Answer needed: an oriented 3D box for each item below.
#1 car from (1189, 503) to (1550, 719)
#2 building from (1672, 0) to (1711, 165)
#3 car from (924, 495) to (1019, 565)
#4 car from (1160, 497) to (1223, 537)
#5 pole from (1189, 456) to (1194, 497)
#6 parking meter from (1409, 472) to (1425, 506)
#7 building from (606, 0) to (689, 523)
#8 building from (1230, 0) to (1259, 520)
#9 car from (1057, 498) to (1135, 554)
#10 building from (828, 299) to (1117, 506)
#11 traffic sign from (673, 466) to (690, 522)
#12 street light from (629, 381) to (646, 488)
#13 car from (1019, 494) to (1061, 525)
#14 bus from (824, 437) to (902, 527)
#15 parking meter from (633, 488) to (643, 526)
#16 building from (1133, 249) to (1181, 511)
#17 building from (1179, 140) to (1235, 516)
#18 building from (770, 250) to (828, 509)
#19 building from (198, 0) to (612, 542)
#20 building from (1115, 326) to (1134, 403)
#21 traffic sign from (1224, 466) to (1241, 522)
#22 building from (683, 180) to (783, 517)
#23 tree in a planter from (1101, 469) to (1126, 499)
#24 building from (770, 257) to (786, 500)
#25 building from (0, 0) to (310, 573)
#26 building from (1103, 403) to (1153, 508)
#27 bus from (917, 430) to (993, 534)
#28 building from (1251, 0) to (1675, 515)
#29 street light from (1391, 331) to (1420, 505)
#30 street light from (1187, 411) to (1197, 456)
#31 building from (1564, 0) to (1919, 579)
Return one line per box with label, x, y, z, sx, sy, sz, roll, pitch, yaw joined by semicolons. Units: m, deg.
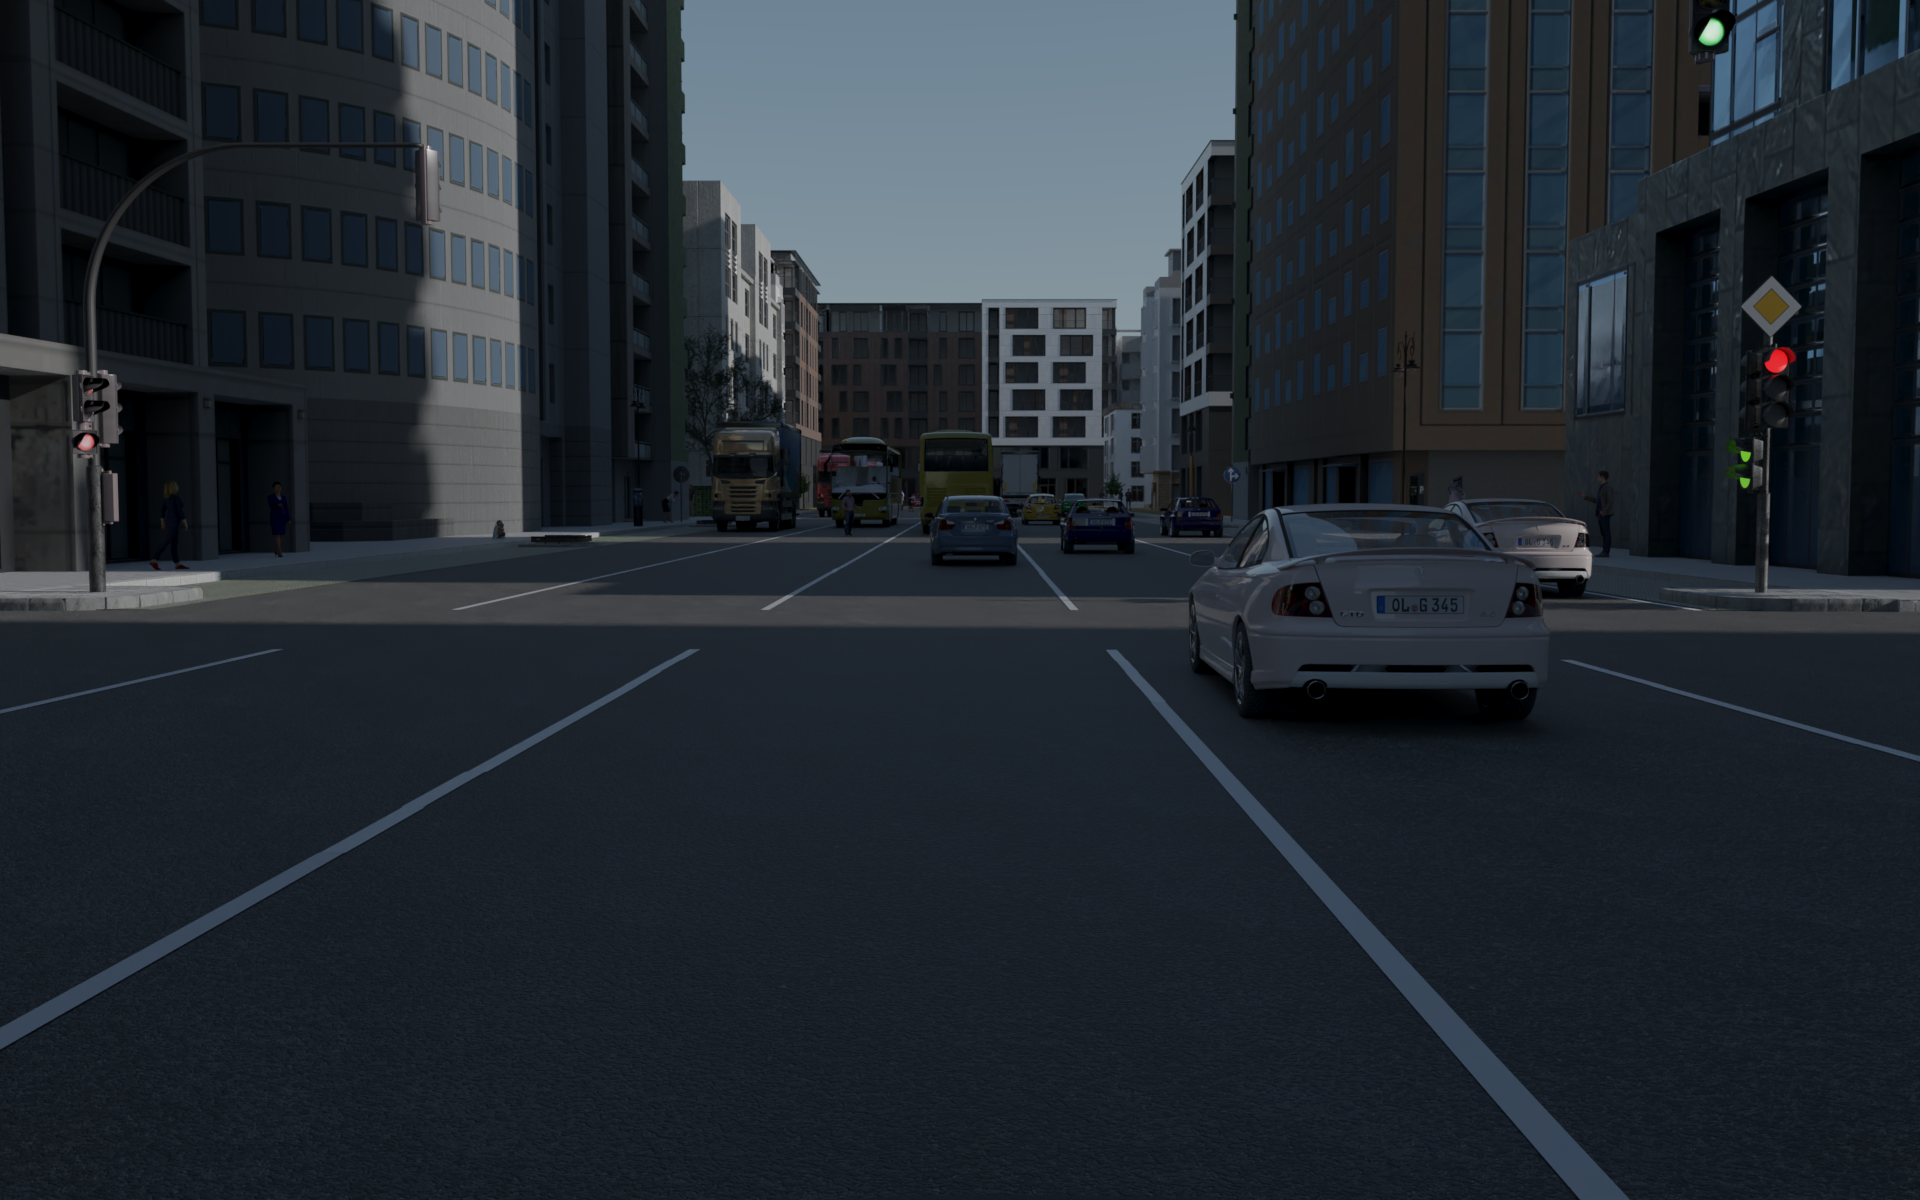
car;2.744;-0.004;12.422;2.083;1.381;4.827;0;4;1
building;20.847;-25.157;61.426;14.600;45.320;14.200;0;4;0
car;0.254;-1.477;36.147;2.014;1.417;4.499;0;4;-1
car;7.811;-2.818;58.657;1.945;1.354;3.894;0;4;-1
pole;12.415;-6.060;92.923;0.158;3.312;0.155;0;3;0
parking meter;12.340;-2.511;46.765;0.399;1.863;0.255;-3;5;-41
building;-20.707;-24.196;79.196;14.154;41.232;14.086;0;4;0
building;21.067;-19.479;90.179;14.160;30.474;14.107;0;4;0
car;3.379;-1.857;42.938;1.945;1.354;3.894;0;4;2
building;0.215;-21.505;195.583;32.646;21.610;27.936;0;4;0
traffic sign;-12.630;-4.793;78.470;0.768;2.556;0.104;0;4;8
street light;-13.108;-5.984;70.622;0.468;5.910;1.993;0;4;0
car;3.778;-4.336;81.117;2.015;1.641;3.980;0;4;0
bus;-4.175;-5.317;78.482;2.896;3.916;12.252;0;4;1
parking meter;-12.793;-3.696;68.844;0.372;1.533;0.369;0;3;0
building;22.728;-17.294;139.174;16.016;20.091;11.380;0;4;0
building;28.473;-16.665;116.444;27.936;21.610;32.646;0;4;0
building;-29.944;-19.285;159.288;32.646;21.610;27.936;0;4;0
building;-25.138;-31.488;56.820;21.231;58.520;28.212;0;4;0
building;22.597;-20.411;190.133;11.380;20.091;16.016;0;4;0
traffic sign;12.477;-4.852;79.437;0.768;2.556;0.104;0;4;7
building;-21.739;-15.125;113.743;16.747;18.905;31.486;0;4;0
tree in a planter;11.098;-7.826;125.174;1.991;3.239;1.994;0;4;0
building;-21.694;-17.053;135.240;16.016;20.091;11.380;0;4;0
building;-24.750;-36.319;32.065;20.563;71.187;20.611;0;4;0
building;18.697;-13.276;159.207;9.099;9.664;28.070;0;4;0
bus;-0.224;-4.533;65.663;2.896;3.916;12.252;0;4;-1
building;20.939;-26.024;75.599;14.600;45.320;14.200;0;4;0
street light;12.658;-4.681;49.325;0.468;5.910;1.993;0;4;0
street light;12.934;-7.590;96.887;0.468;5.910;1.993;0;4;0
building;29.413;-43.963;31.462;31.000;86.520;22.319;0;4;0
